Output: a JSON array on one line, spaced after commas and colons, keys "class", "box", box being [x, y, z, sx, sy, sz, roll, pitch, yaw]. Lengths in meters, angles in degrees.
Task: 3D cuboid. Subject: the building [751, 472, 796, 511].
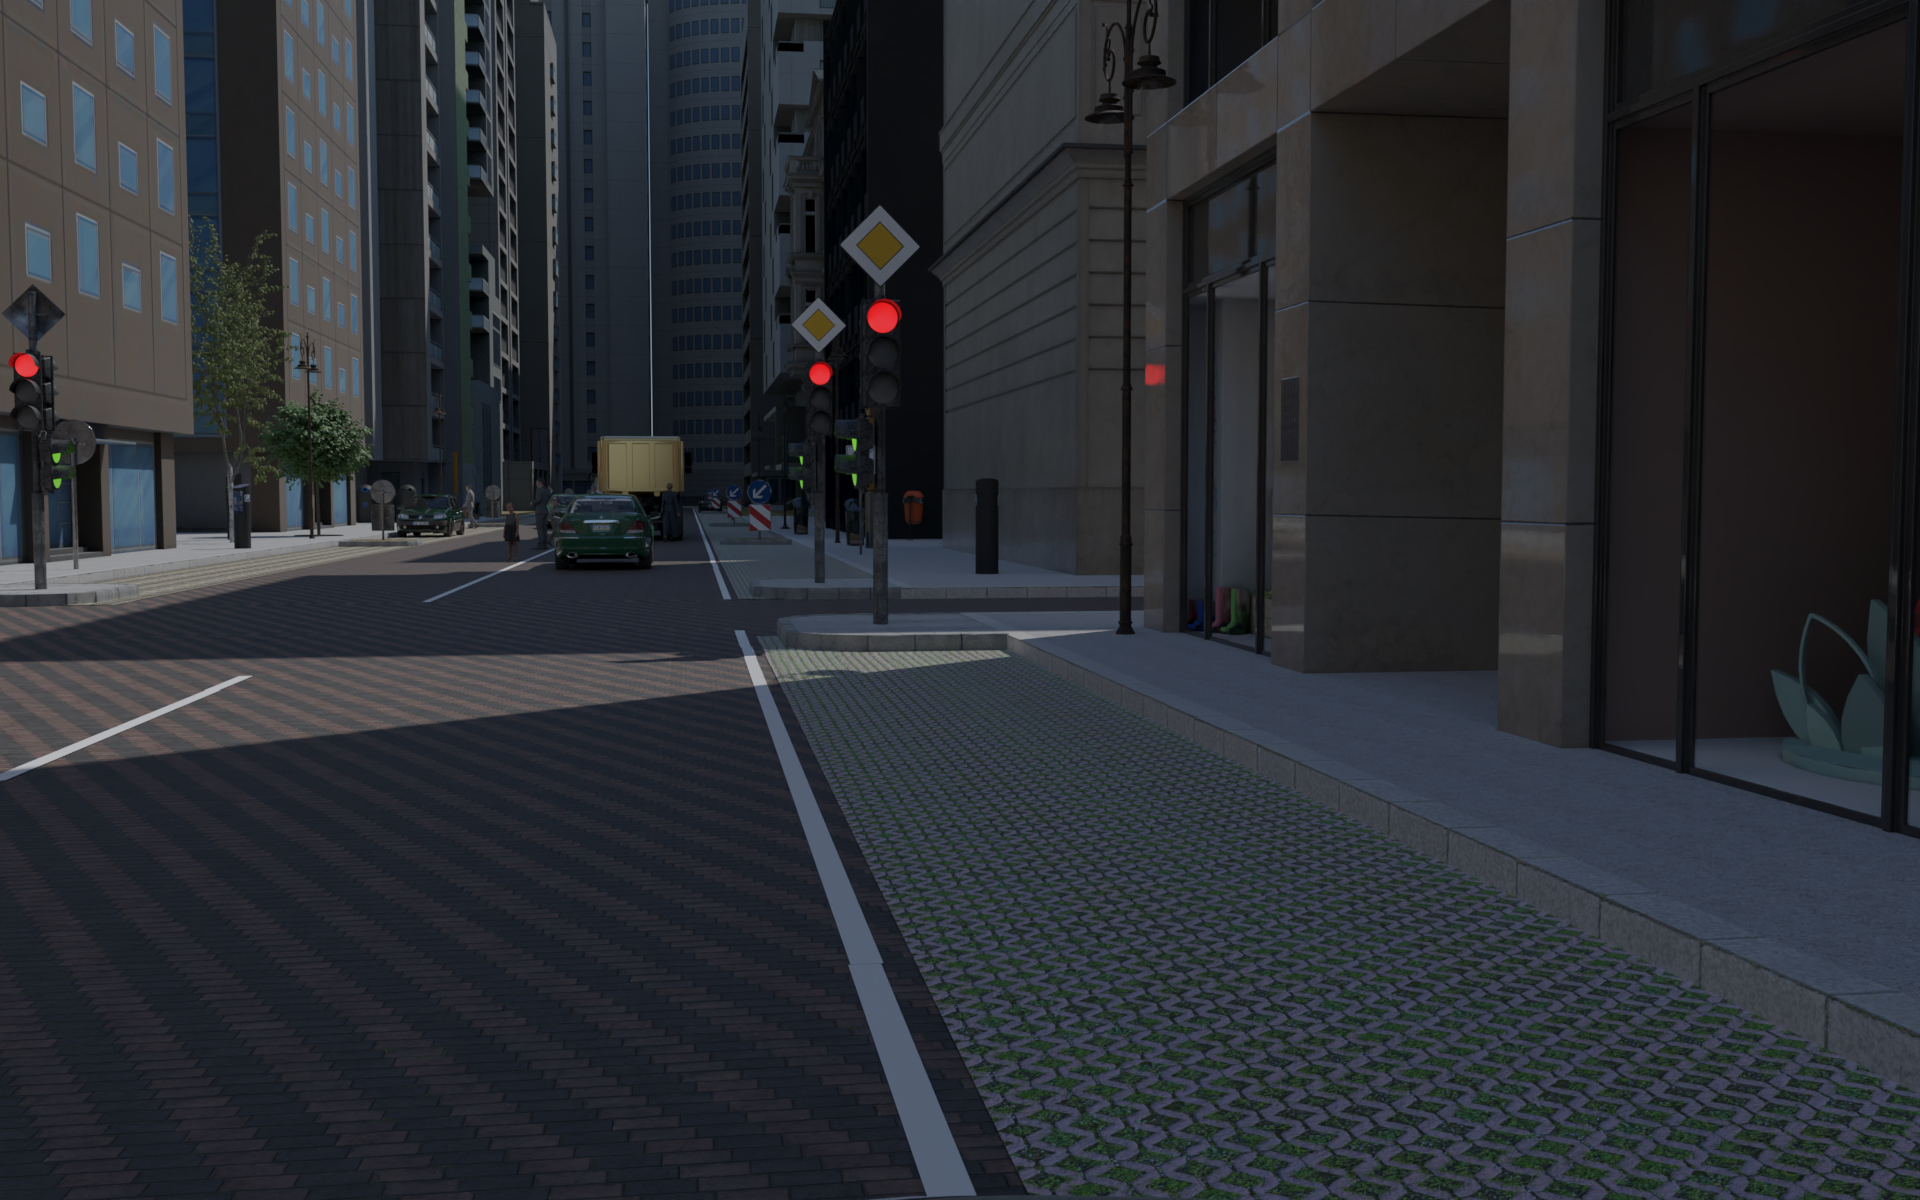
[{"class": "building", "box": [-0.859, -27.570, 142.654, 32.217, 40.220, 23.993, -1, 4, -9]}]

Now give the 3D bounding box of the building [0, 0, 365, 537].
[{"class": "building", "box": [-30.246, -25.201, 62.151, 14.600, 45.320, 14.200, -1, 4, -9]}]

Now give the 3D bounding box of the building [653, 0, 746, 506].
[{"class": "building", "box": [-20.364, -39.870, 193.875, 28.212, 58.520, 21.231, -1, 4, -9]}]

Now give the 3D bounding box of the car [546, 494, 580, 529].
[{"class": "car", "box": [-16.585, -3.753, 73.159, 2.131, 1.459, 4.920, -1, 4, -10]}]

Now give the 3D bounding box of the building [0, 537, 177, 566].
[{"class": "building", "box": [-24.011, -23.362, 32.073, 14.600, 45.320, 14.200, -1, 4, -9]}]

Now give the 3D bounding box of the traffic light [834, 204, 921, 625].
[{"class": "traffic light", "box": [-0.802, -1.716, 16.981, 0.839, 4.253, 0.868, -1, 4, -9]}]

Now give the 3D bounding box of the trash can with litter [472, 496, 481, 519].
[{"class": "trash can with litter", "box": [-24.523, -4.673, 87.797, 0.624, 1.170, 1.055, -1, 4, -23]}]

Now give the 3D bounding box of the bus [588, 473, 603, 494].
[{"class": "bus", "box": [-26.266, -8.541, 131.195, 2.896, 3.916, 12.252, 0, 4, -8]}]

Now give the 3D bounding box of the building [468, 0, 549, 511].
[{"class": "building", "box": [-43.737, -42.706, 136.487, 20.563, 71.187, 20.611, -1, 4, -9]}]

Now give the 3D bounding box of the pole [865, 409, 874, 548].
[{"class": "pole", "box": [-2.127, -2.873, 40.824, 0.158, 3.312, 0.155, 0, 3, 0]}]

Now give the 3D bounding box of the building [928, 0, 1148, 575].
[{"class": "building", "box": [14.767, -12.398, 35.984, 30.059, 22.955, 16.112, -1, 4, -9]}]

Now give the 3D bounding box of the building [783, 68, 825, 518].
[{"class": "building", "box": [-1.073, -16.116, 82.579, 14.460, 24.649, 34.723, -1, 4, -9]}]

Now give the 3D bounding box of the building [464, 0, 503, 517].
[{"class": "building", "box": [-40.531, -48.712, 109.108, 22.319, 86.520, 31.000, -1, 4, -9]}]

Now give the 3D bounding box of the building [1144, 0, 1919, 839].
[{"class": "building", "box": [13.892, -11.995, 0.628, 19.350, 26.468, 34.151, -1, 4, -9]}]

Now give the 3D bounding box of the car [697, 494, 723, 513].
[{"class": "car", "box": [-18.871, -7.401, 130.800, 2.009, 1.686, 4.222, -1, 4, -10]}]

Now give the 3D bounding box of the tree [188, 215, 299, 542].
[{"class": "tree", "box": [-19.315, -5.815, 45.440, 4.737, 8.622, 4.395, 0, 3, 0]}]

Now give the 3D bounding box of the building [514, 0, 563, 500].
[{"class": "building", "box": [-48.095, -32.684, 158.086, 21.600, 48.544, 21.300, -1, 4, -9]}]

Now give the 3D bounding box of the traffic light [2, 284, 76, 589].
[{"class": "traffic light", "box": [-12.375, -2.099, 23.235, 0.839, 4.253, 0.868, -1, 4, -9]}]

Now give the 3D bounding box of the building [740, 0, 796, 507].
[{"class": "building", "box": [-9.605, -33.050, 164.062, 21.300, 48.544, 21.600, -1, 4, -9]}]

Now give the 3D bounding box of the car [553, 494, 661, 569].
[{"class": "car", "box": [-7.041, -1.387, 34.471, 2.131, 1.459, 4.920, -1, 4, -9]}]

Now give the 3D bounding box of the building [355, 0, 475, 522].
[{"class": "building", "box": [-32.020, -24.512, 84.370, 14.154, 41.232, 14.086, -1, 4, -9]}]

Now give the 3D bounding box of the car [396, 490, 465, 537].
[{"class": "car", "box": [-17.823, -2.972, 58.383, 2.009, 1.686, 4.222, 0, 4, -7]}]

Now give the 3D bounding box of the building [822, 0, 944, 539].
[{"class": "building", "box": [2.283, -13.902, 56.968, 12.332, 23.373, 15.834, -1, 4, -9]}]

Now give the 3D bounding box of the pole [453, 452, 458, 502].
[{"class": "pole", "box": [-24.387, -5.499, 83.749, 0.158, 3.312, 0.155, 0, 3, 0]}]

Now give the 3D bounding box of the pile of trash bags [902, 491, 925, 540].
[{"class": "pile of trash bags", "box": [0.022, -2.316, 47.623, 3.447, 1.369, 1.912, 1, 4, 20]}]

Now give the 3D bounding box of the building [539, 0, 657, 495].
[{"class": "building", "box": [-48.242, -39.606, 189.555, 28.212, 58.520, 21.231, -1, 4, -9]}]

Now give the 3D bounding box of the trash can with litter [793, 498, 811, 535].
[{"class": "trash can with litter", "box": [-4.998, -2.677, 55.164, 0.624, 1.170, 1.055, -1, 4, -11]}]

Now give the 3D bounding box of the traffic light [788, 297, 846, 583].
[{"class": "traffic light", "box": [-2.043, -2.199, 24.870, 0.839, 4.253, 0.868, -1, 4, -9]}]

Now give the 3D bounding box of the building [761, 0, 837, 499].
[{"class": "building", "box": [0.680, -32.249, 116.502, 28.713, 52.752, 27.495, -1, 4, -9]}]

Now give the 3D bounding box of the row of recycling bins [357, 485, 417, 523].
[{"class": "row of recycling bins", "box": [-26.018, -4.281, 77.108, 3.534, 1.692, 1.069, -1, 4, -13]}]

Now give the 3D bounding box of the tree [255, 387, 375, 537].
[{"class": "tree", "box": [-19.705, -4.236, 52.968, 4.285, 4.588, 4.351, 0, 3, 0]}]

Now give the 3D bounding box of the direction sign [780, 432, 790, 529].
[{"class": "direction sign", "box": [-6.417, -4.373, 63.504, 0.379, 3.537, 0.876, -1, 4, -20]}]
